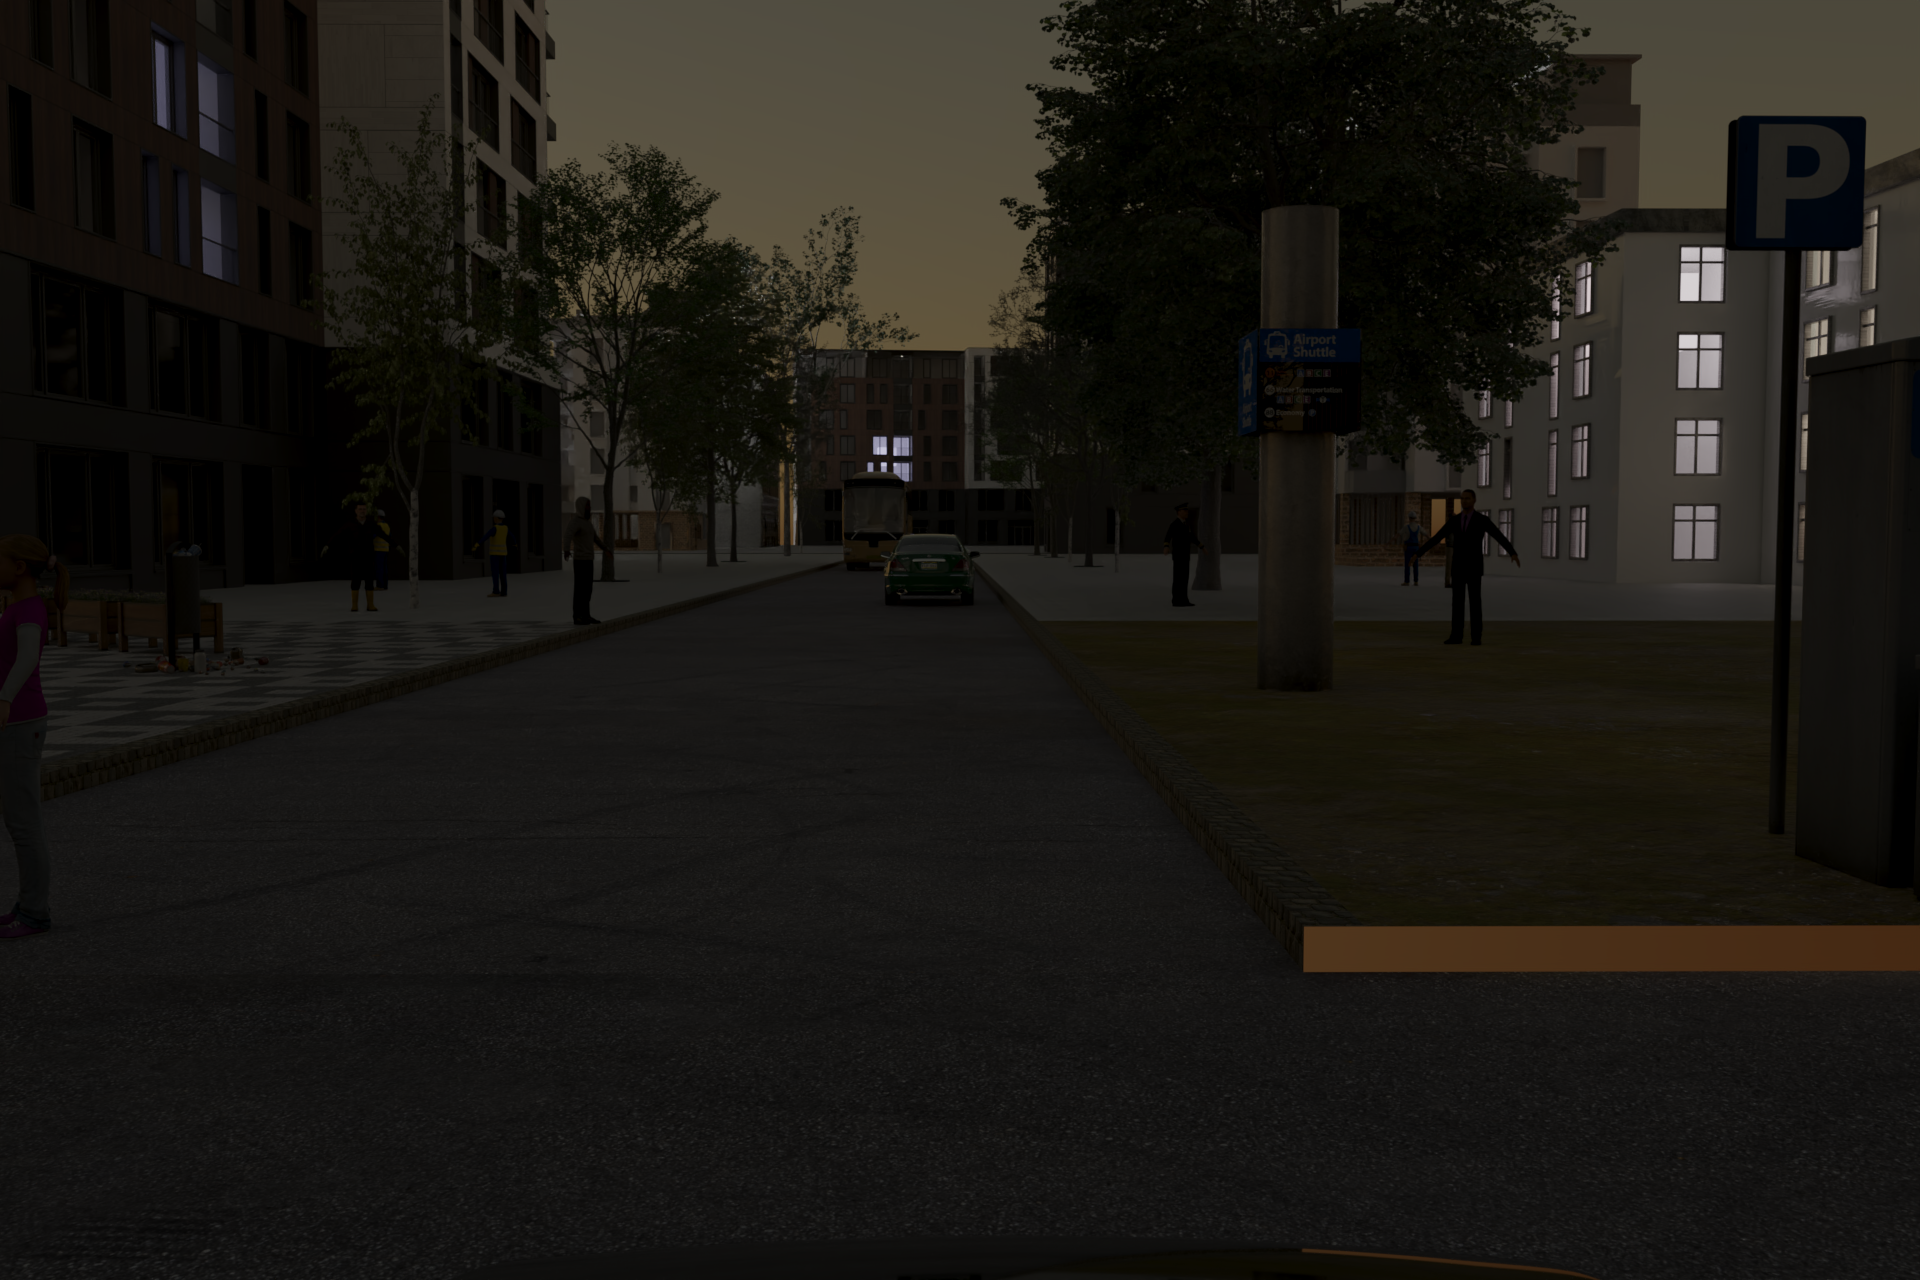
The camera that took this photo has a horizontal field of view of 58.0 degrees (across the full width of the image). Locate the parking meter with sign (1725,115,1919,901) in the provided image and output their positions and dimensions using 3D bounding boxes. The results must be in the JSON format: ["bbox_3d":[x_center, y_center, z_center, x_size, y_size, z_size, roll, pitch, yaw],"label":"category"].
[{"bbox_3d":[3.521,-0.627,6.510,0.543,3.016,1.738,0,4,-1],"label":"parking meter with sign"}]

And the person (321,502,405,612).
[{"bbox_3d":[-9.913,-1.382,28.737,1.346,1.812,0.704,-2,4,-29],"label":"person"}]

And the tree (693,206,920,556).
[{"bbox_3d":[-8.580,-14.868,98.987,12.611,20.169,13.585,0,3,0],"label":"tree"}]

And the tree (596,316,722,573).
[{"bbox_3d":[-9.923,-6.525,57.049,4.360,8.622,3.978,0,3,0],"label":"tree"}]

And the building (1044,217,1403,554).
[{"bbox_3d":[19.976,-17.297,126.788,27.936,21.610,32.646,0,4,0],"label":"building"}]

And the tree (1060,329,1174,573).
[{"bbox_3d":[5.455,-6.542,57.322,4.737,8.622,4.395,0,3,0],"label":"tree"}]

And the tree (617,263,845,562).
[{"bbox_3d":[-10.319,-10.307,78.889,12.009,13.543,11.850,0,3,0],"label":"tree"}]

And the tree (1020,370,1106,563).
[{"bbox_3d":[5.007,-7.785,77.647,4.360,8.622,3.978,0,3,0],"label":"tree"}]

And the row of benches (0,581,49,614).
[{"bbox_3d":[-14.048,-0.457,22.927,1.422,0.672,4.104,1,4,22],"label":"row of benches"}]

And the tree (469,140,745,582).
[{"bbox_3d":[-9.299,-7.359,46.081,9.928,11.665,9.643,0,3,0],"label":"tree"}]

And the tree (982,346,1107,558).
[{"bbox_3d":[5.040,-10.270,93.669,9.928,11.665,9.643,0,3,0],"label":"tree"}]

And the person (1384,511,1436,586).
[{"bbox_3d":[11.190,-2.269,42.952,1.347,1.847,0.705,0,4,-8],"label":"person"}]

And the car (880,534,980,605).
[{"bbox_3d":[-0.627,-1.498,36.296,2.131,1.459,4.920,0,4,-1],"label":"car"}]

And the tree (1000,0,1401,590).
[{"bbox_3d":[5.687,-8.119,39.405,9.857,13.997,8.962,0,3,0],"label":"tree"}]

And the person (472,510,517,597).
[{"bbox_3d":[-9.491,-1.771,35.413,0.721,1.772,1.216,2,4,30],"label":"person"}]

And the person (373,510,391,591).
[{"bbox_3d":[-13.197,-2.042,39.350,0.705,1.833,1.349,0,4,6],"label":"person"}]

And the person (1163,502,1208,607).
[{"bbox_3d":[3.944,-1.512,30.652,0.705,1.837,1.347,3,5,40],"label":"person"}]

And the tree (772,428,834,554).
[{"bbox_3d":[-10.186,-9.823,110.973,4.360,8.622,3.978,0,3,0],"label":"tree"}]

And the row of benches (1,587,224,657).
[{"bbox_3d":[-9.576,-0.248,19.519,4.104,0.672,1.422,3,4,39],"label":"row of benches"}]

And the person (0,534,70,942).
[{"bbox_3d":[-3.428,0.338,6.196,0.599,1.433,0.991,-2,4,-29],"label":"person"}]

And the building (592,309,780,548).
[{"bbox_3d":[-28.026,-20.828,171.468,19.493,23.208,18.063,0,4,-1],"label":"building"}]

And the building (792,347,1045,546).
[{"bbox_3d":[-2.867,-21.732,201.742,32.646,21.610,27.936,0,4,-7],"label":"building"}]

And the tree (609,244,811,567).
[{"bbox_3d":[-9.706,-9.143,67.620,7.486,12.596,7.792,0,3,0],"label":"tree"}]

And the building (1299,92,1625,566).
[{"bbox_3d":[20.373,-13.711,80.594,16.016,20.090,11.380,0,4,-1],"label":"building"}]

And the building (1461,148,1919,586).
[{"bbox_3d":[21.558,-6.288,44.955,9.099,9.664,28.070,0,4,0],"label":"building"}]

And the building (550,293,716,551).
[{"bbox_3d":[-25.867,-17.084,135.741,16.016,20.090,11.380,0,4,0],"label":"building"}]

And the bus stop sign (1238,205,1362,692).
[{"bbox_3d":[2.776,-1.543,14.250,0.837,3.901,0.837,0,4,-1],"label":"bus stop sign"}]

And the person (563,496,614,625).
[{"bbox_3d":[-5.326,-1.131,24.613,0.705,1.813,1.348,1,4,16],"label":"person"}]

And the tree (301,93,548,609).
[{"bbox_3d":[-9.358,-4.861,29.833,4.737,8.622,4.395,0,3,0],"label":"tree"}]

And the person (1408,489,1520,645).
[{"bbox_3d":[5.869,-0.848,20.083,1.346,1.802,0.704,3,5,40],"label":"person"}]

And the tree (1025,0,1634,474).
[{"bbox_3d":[5.822,-7.411,27.818,9.857,13.997,8.962,0,3,0],"label":"tree"}]

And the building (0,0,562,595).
[{"bbox_3d":[-27.904,-12.289,44.894,27.936,21.610,32.646,0,4,-1],"label":"building"}]

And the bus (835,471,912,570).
[{"bbox_3d":[-3.342,-4.904,71.723,2.896,3.916,12.252,0,4,-1],"label":"bus"}]

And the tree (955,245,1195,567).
[{"bbox_3d":[5.122,-9.592,67.192,12.009,13.543,11.850,0,3,0],"label":"tree"}]

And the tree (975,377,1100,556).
[{"bbox_3d":[4.686,-10.844,103.052,9.928,11.665,9.643,0,3,0],"label":"tree"}]

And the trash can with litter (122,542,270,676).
[{"bbox_3d":[-7.223,-0.348,16.748,1.678,1.210,2.233,0,4,1],"label":"trash can with litter"}]

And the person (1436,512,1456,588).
[{"bbox_3d":[11.716,-2.133,41.144,1.348,1.796,0.705,-2,4,-35],"label":"person"}]
